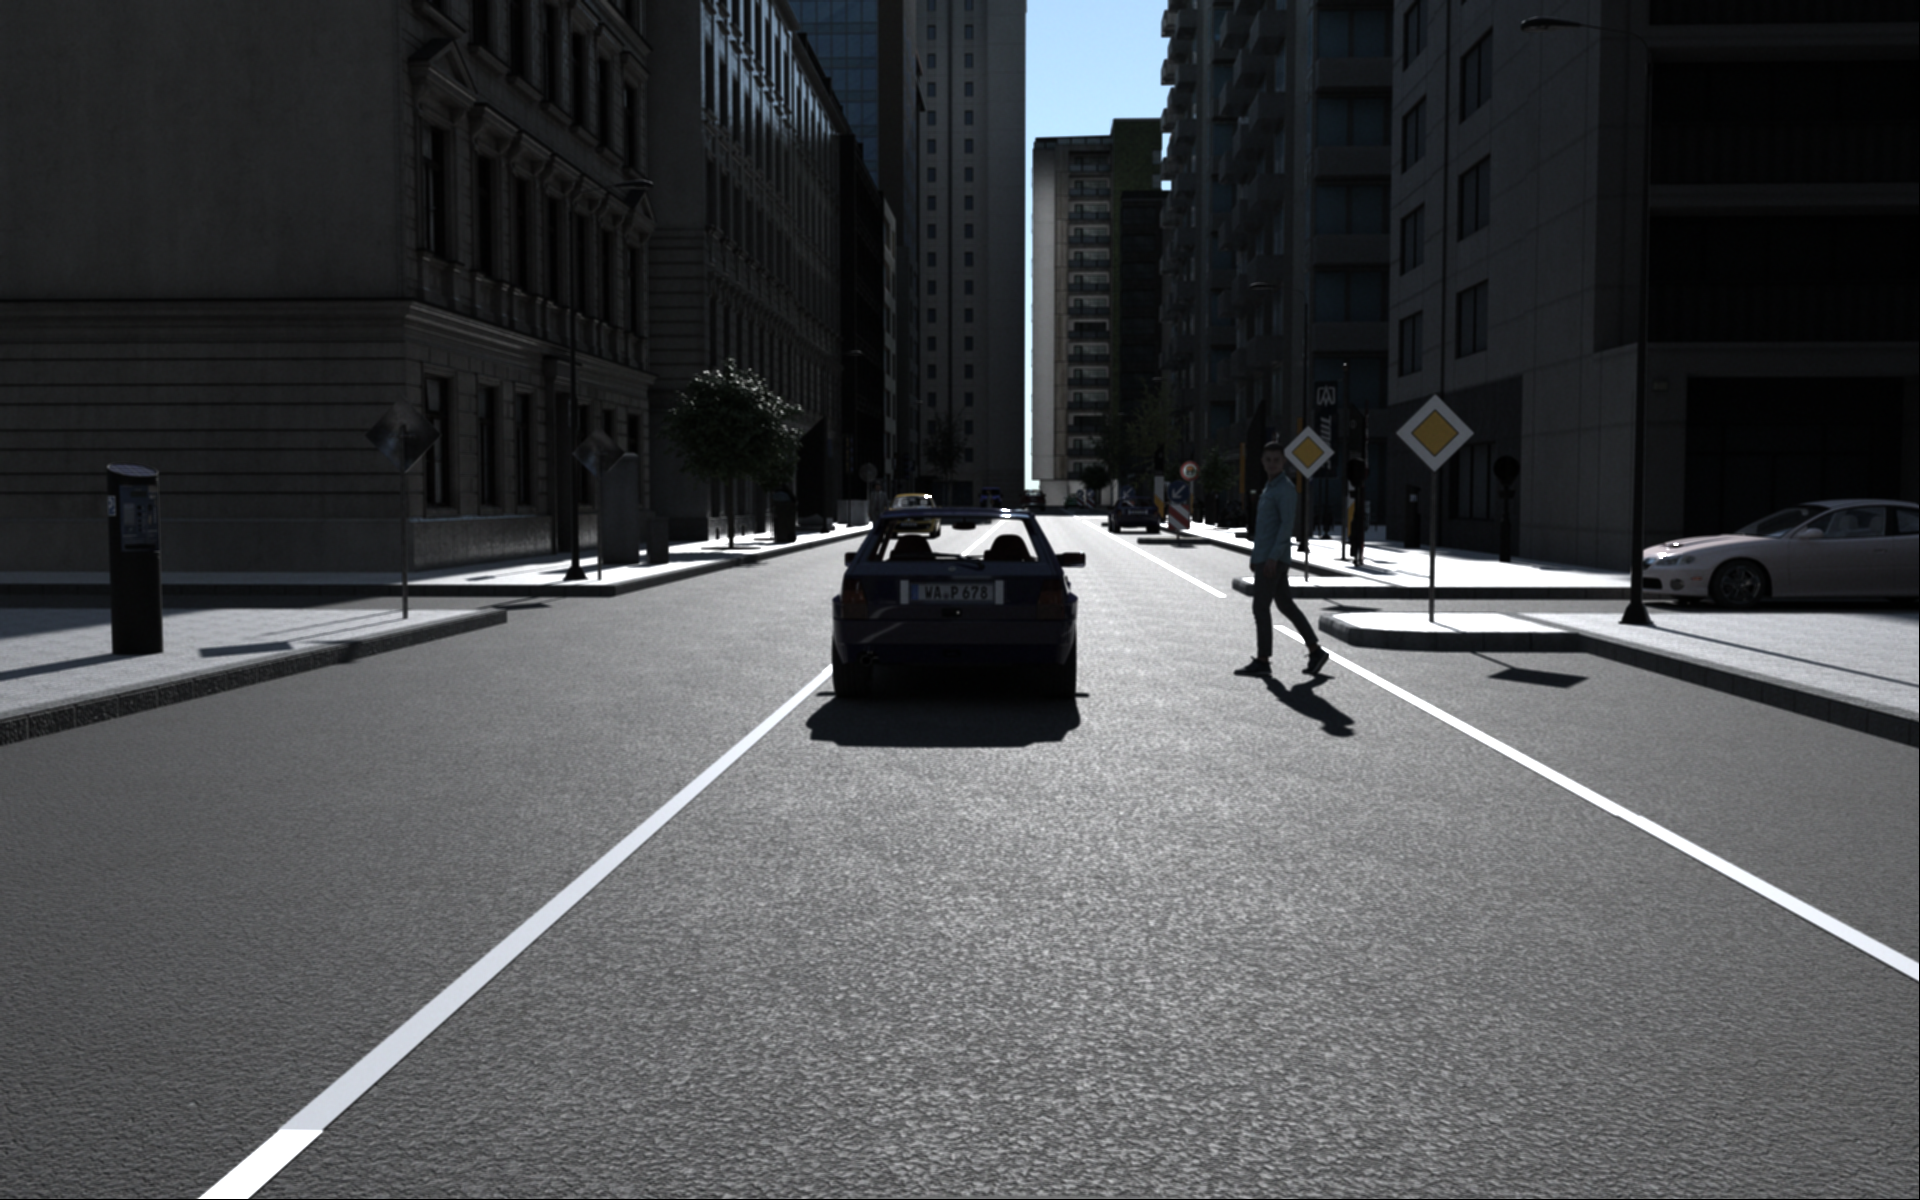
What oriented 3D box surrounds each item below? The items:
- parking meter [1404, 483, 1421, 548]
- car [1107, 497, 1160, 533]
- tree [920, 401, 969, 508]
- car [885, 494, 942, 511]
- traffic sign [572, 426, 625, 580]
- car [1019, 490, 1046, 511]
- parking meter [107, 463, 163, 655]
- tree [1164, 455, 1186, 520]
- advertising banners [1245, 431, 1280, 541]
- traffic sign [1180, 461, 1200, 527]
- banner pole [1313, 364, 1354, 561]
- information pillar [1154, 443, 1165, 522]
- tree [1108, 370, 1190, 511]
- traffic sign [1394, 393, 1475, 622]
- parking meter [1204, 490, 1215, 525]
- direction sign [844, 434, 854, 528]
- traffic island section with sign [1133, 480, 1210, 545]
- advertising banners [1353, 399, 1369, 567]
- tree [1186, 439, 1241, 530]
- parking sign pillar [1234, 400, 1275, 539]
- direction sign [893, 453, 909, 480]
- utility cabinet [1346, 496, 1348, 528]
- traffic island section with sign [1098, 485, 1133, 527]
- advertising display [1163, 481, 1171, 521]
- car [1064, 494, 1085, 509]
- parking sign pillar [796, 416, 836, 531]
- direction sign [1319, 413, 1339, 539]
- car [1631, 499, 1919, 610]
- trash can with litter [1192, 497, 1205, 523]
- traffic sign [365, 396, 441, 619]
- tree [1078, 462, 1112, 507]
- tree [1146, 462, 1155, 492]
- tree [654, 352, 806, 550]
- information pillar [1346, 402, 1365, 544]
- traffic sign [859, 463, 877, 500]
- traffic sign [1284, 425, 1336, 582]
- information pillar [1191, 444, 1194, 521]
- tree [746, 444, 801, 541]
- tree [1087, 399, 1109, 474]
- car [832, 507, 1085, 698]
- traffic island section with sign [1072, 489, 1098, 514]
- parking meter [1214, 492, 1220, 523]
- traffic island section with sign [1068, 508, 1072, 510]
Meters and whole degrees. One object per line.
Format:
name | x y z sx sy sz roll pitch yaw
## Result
parking meter | 10.778 -2.008 41.236 0.372 1.533 0.369 0 3 0
car | 6.525 -3.213 65.118 1.945 1.354 3.894 0 4 1
tree | -1.286 -11.394 136.647 4.360 8.622 3.978 0 3 0
car | -1.566 -2.908 57.762 2.015 1.641 3.980 0 4 2
traffic sign | -5.368 -1.352 25.750 0.795 2.450 0.064 0 4 2
car | 6.182 -8.462 147.023 2.281 1.827 5.304 0 4 0
parking meter | -6.638 -0.338 13.937 0.372 1.533 0.369 0 3 0
tree | 10.715 -5.524 84.923 1.663 3.219 1.824 0 3 0
advertising banners | 8.405 -3.163 47.908 0.090 3.025 2.074 2 4 35
traffic sign | 8.851 -4.072 66.676 0.768 2.556 0.104 0 4 5
banner pole | 7.235 -2.664 33.568 0.863 3.779 0.401 2 4 32
information pillar | 9.174 -5.399 79.623 0.504 3.616 0.183 3 4 37
tree | 11.660 -9.354 103.292 4.737 8.622 4.395 0 3 0
traffic sign | 4.725 -0.836 17.308 0.795 2.450 0.064 0 4 2
parking meter | 10.463 -4.095 72.667 0.399 1.863 0.255 -3 4 -37
direction sign | -4.228 -4.534 66.125 0.379 3.537 0.876 1 4 15
traffic island section with sign | 6.161 -2.541 50.174 1.989 1.847 2.006 0 4 2
advertising banners | 7.296 -2.155 31.429 0.090 3.025 2.074 1 4 19
tree | 9.047 -4.077 61.267 1.663 3.219 1.824 0 3 0
parking sign pillar | 8.707 -3.778 50.239 1.447 3.967 1.447 -1 4 -8
direction sign | -3.216 -6.307 95.119 0.876 3.537 0.379 -1 4 -11
utility cabinet | 15.038 -3.393 66.631 0.306 1.237 1.020 2 4 25
traffic island section with sign | 7.310 -4.188 77.105 1.989 1.847 2.006 0 4 2
advertising display | 9.736 -4.761 83.060 0.974 1.923 0.123 -3 5 -40
car | 10.795 -9.474 163.689 1.959 1.807 4.718 0 4 1
parking sign pillar | -5.065 -4.400 60.414 1.447 3.967 1.447 3 4 36
direction sign | 10.381 -3.486 48.999 0.379 3.537 0.876 -2 4 -30
car | 11.169 -0.607 22.283 4.827 1.381 2.083 0 4 2
trash can with litter | 10.873 -4.024 77.183 1.055 1.170 0.624 1 4 11
traffic sign | -5.709 -0.864 17.772 0.795 2.450 0.064 0 4 2
tree | 13.334 -11.489 171.553 4.285 4.588 4.351 0 3 0
tree | 10.504 -5.833 89.968 1.663 3.219 1.824 0 3 0
tree | -5.414 -3.465 40.362 4.285 4.588 4.351 0 3 0
information pillar | 10.086 -3.227 44.123 0.183 3.616 0.504 -2 4 -32
traffic sign | -3.830 -4.401 72.069 0.768 2.556 0.104 0 4 7
traffic sign | 5.066 -1.324 25.285 0.795 2.450 0.064 0 4 2
information pillar | 10.959 -5.521 81.616 0.183 3.616 0.504 1 4 16
tree | -5.132 -3.267 48.018 1.663 3.219 1.824 0 3 0
tree | 11.747 -11.187 133.274 4.737 8.622 4.395 0 3 0
car | 0.020 -0.057 13.516 1.945 1.354 3.894 0 4 2
traffic island section with sign | 9.463 -7.271 127.504 1.989 1.847 2.006 0 4 2
parking meter | 11.259 -4.160 76.424 0.372 1.533 0.369 0 3 0
traffic island section with sign | 10.604 -8.918 154.435 1.989 1.847 2.006 0 4 2
